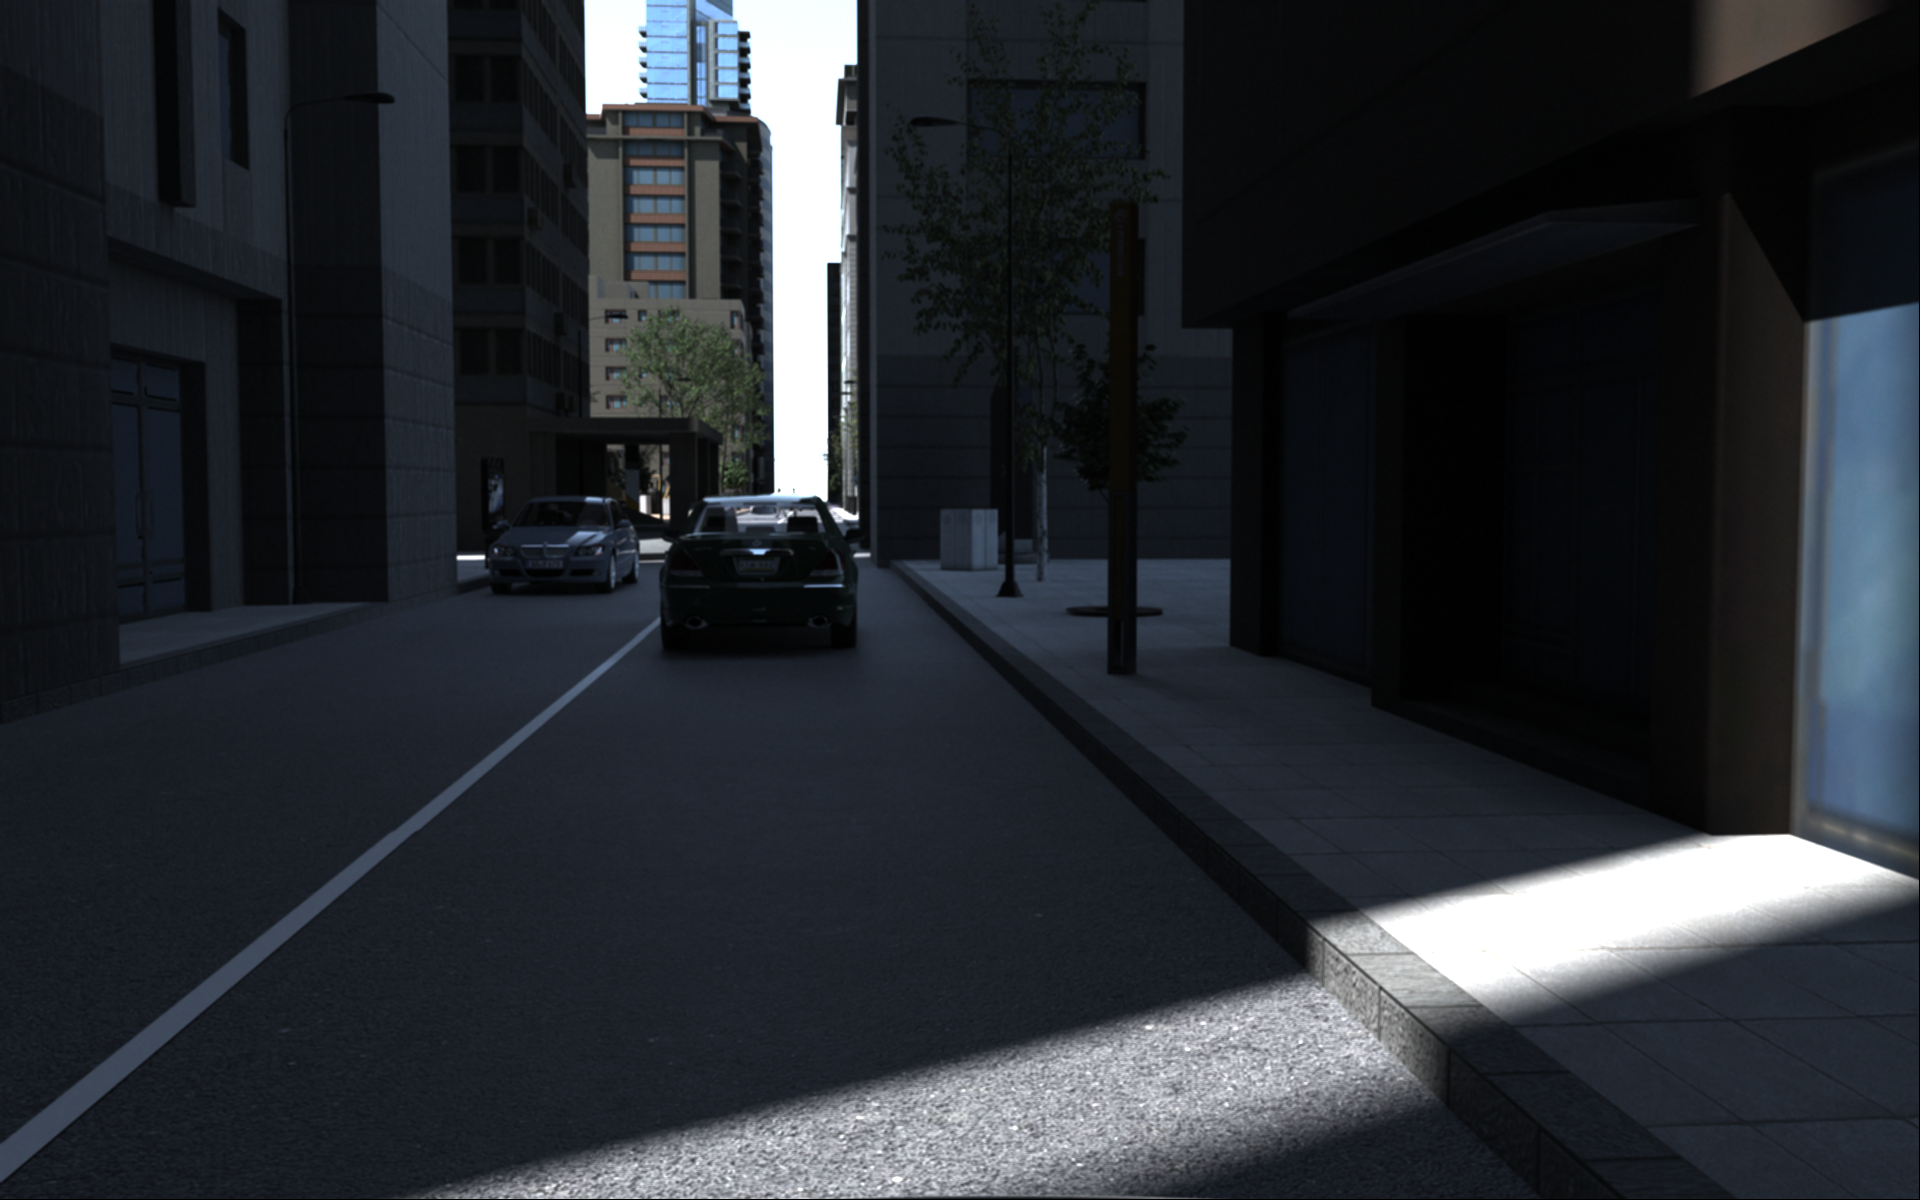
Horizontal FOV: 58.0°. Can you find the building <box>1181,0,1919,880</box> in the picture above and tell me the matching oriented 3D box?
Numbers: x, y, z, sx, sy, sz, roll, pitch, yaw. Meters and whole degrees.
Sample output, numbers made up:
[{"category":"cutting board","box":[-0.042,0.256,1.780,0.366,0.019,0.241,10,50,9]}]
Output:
[{"category":"building","box":[9.373,-21.838,7.169,14.600,45.320,14.200,0,4,-5]}]

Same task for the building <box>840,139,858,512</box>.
[{"category":"building","box":[-3.819,-22.121,139.177,11.434,29.767,29.804,0,4,-5]}]

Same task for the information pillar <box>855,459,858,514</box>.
[{"category":"information pillar","box":[-6.879,-7.523,114.362,0.183,3.616,0.504,0,4,-7]}]

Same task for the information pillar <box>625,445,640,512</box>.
[{"category":"information pillar","box":[-11.045,-4.105,58.465,0.504,3.616,0.183,-1,4,-14]}]

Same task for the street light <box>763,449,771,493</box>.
[{"category":"street light","box":[-20.676,-12.665,179.607,1.470,5.913,1.316,0,4,-5]}]

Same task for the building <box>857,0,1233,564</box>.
[{"category":"building","box":[7.668,-30.865,46.642,21.231,58.520,28.212,0,4,-5]}]

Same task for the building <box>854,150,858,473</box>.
[{"category":"building","box":[0.549,-19.519,112.650,14.314,27.812,24.014,0,4,-5]}]

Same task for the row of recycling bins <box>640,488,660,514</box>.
[{"category":"row of recycling bins","box":[-20.394,-6.243,109.191,1.069,1.692,3.534,3,4,37]}]

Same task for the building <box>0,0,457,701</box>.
[{"category":"building","box":[-16.399,-28.499,7.954,21.231,58.520,28.212,0,4,-5]}]

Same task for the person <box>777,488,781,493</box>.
[{"category":"person","box":[-10.792,-5.835,104.180,0.850,1.792,0.678,0,4,-1]}]

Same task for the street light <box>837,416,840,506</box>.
[{"category":"street light","box":[-4.728,-6.509,78.962,1.470,5.913,1.316,0,4,-5]}]

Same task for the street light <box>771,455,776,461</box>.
[{"category":"street light","box":[-22.724,-14.173,204.269,1.470,5.913,1.316,0,4,-5]}]

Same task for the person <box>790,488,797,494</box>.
[{"category":"person","box":[-10.297,-6.061,107.557,0.622,1.834,0.822,1,4,9]}]

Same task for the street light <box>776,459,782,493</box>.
[{"category":"street light","box":[-25.549,-16.204,237.475,1.470,5.913,1.316,0,4,-5]}]

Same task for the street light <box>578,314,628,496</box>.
[{"category":"street light","box":[-9.256,-4.417,44.766,1.470,5.913,1.316,0,4,-5]}]

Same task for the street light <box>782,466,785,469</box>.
[{"category":"street light","box":[-27.633,-17.712,262.135,1.470,5.913,1.316,0,4,-5]}]

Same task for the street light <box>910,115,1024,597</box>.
[{"category":"street light","box":[0.085,-2.992,21.463,1.470,5.913,1.316,0,4,-5]}]

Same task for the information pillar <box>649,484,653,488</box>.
[{"category":"information pillar","box":[-20.139,-6.612,112.591,0.304,2.012,0.304,3,5,42]}]

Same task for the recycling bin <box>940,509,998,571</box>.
[{"category":"recycling bin","box":[0.154,-1.020,29.232,0.722,1.027,0.722,3,5,41]}]

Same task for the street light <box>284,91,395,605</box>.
[{"category":"street light","box":[-7.221,-2.909,20.102,1.470,5.913,1.316,0,4,-5]}]

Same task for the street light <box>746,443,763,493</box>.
[{"category":"street light","box":[-18.548,-11.134,154.582,1.470,5.913,1.316,0,4,-5]}]

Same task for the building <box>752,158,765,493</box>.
[{"category":"building","box":[-32.352,-34.745,218.192,14.600,45.320,14.200,0,4,-5]}]

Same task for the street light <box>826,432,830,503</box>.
[{"category":"street light","box":[-9.062,-9.585,129.254,1.470,5.913,1.316,0,4,-5]}]

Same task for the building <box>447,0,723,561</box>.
[{"category":"building","box":[-22.433,-21.424,42.165,32.217,40.220,23.993,0,4,-5]}]

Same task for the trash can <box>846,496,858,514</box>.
[{"category":"trash can","box":[-7.037,-6.197,112.966,0.748,1.137,0.748,0,3,0]}]

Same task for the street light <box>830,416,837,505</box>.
[{"category":"street light","box":[-6.878,-8.017,103.616,1.470,5.913,1.316,0,4,-5]}]

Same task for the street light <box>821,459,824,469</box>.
[{"category":"street light","box":[-15.406,-14.251,205.549,1.470,5.913,1.316,0,4,-5]}]

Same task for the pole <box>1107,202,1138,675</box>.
[{"category":"pole","box":[1.155,-1.126,12.261,0.158,3.312,0.155,0,3,0]}]

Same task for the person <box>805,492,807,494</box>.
[{"category":"person","box":[-21.194,-14.065,239.197,0.721,1.736,1.217,1,4,12]}]

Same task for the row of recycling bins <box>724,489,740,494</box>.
[{"category":"row of recycling bins","box":[-17.829,-7.804,134.702,1.069,1.692,3.534,-1,4,-18]}]

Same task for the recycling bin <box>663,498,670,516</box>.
[{"category":"recycling bin","box":[-17.478,-5.591,103.967,0.722,1.027,0.722,0,4,3]}]

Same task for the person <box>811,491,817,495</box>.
[{"category":"person","box":[-13.216,-8.983,156.172,0.742,1.727,0.445,0,4,6]}]

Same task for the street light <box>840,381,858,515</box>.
[{"category":"street light","box":[-4.057,-6.026,71.071,1.470,5.913,1.316,0,4,-5]}]

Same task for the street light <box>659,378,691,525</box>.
[{"category":"street light","box":[-11.449,-5.925,69.417,1.470,5.913,1.316,0,4,-5]}]
